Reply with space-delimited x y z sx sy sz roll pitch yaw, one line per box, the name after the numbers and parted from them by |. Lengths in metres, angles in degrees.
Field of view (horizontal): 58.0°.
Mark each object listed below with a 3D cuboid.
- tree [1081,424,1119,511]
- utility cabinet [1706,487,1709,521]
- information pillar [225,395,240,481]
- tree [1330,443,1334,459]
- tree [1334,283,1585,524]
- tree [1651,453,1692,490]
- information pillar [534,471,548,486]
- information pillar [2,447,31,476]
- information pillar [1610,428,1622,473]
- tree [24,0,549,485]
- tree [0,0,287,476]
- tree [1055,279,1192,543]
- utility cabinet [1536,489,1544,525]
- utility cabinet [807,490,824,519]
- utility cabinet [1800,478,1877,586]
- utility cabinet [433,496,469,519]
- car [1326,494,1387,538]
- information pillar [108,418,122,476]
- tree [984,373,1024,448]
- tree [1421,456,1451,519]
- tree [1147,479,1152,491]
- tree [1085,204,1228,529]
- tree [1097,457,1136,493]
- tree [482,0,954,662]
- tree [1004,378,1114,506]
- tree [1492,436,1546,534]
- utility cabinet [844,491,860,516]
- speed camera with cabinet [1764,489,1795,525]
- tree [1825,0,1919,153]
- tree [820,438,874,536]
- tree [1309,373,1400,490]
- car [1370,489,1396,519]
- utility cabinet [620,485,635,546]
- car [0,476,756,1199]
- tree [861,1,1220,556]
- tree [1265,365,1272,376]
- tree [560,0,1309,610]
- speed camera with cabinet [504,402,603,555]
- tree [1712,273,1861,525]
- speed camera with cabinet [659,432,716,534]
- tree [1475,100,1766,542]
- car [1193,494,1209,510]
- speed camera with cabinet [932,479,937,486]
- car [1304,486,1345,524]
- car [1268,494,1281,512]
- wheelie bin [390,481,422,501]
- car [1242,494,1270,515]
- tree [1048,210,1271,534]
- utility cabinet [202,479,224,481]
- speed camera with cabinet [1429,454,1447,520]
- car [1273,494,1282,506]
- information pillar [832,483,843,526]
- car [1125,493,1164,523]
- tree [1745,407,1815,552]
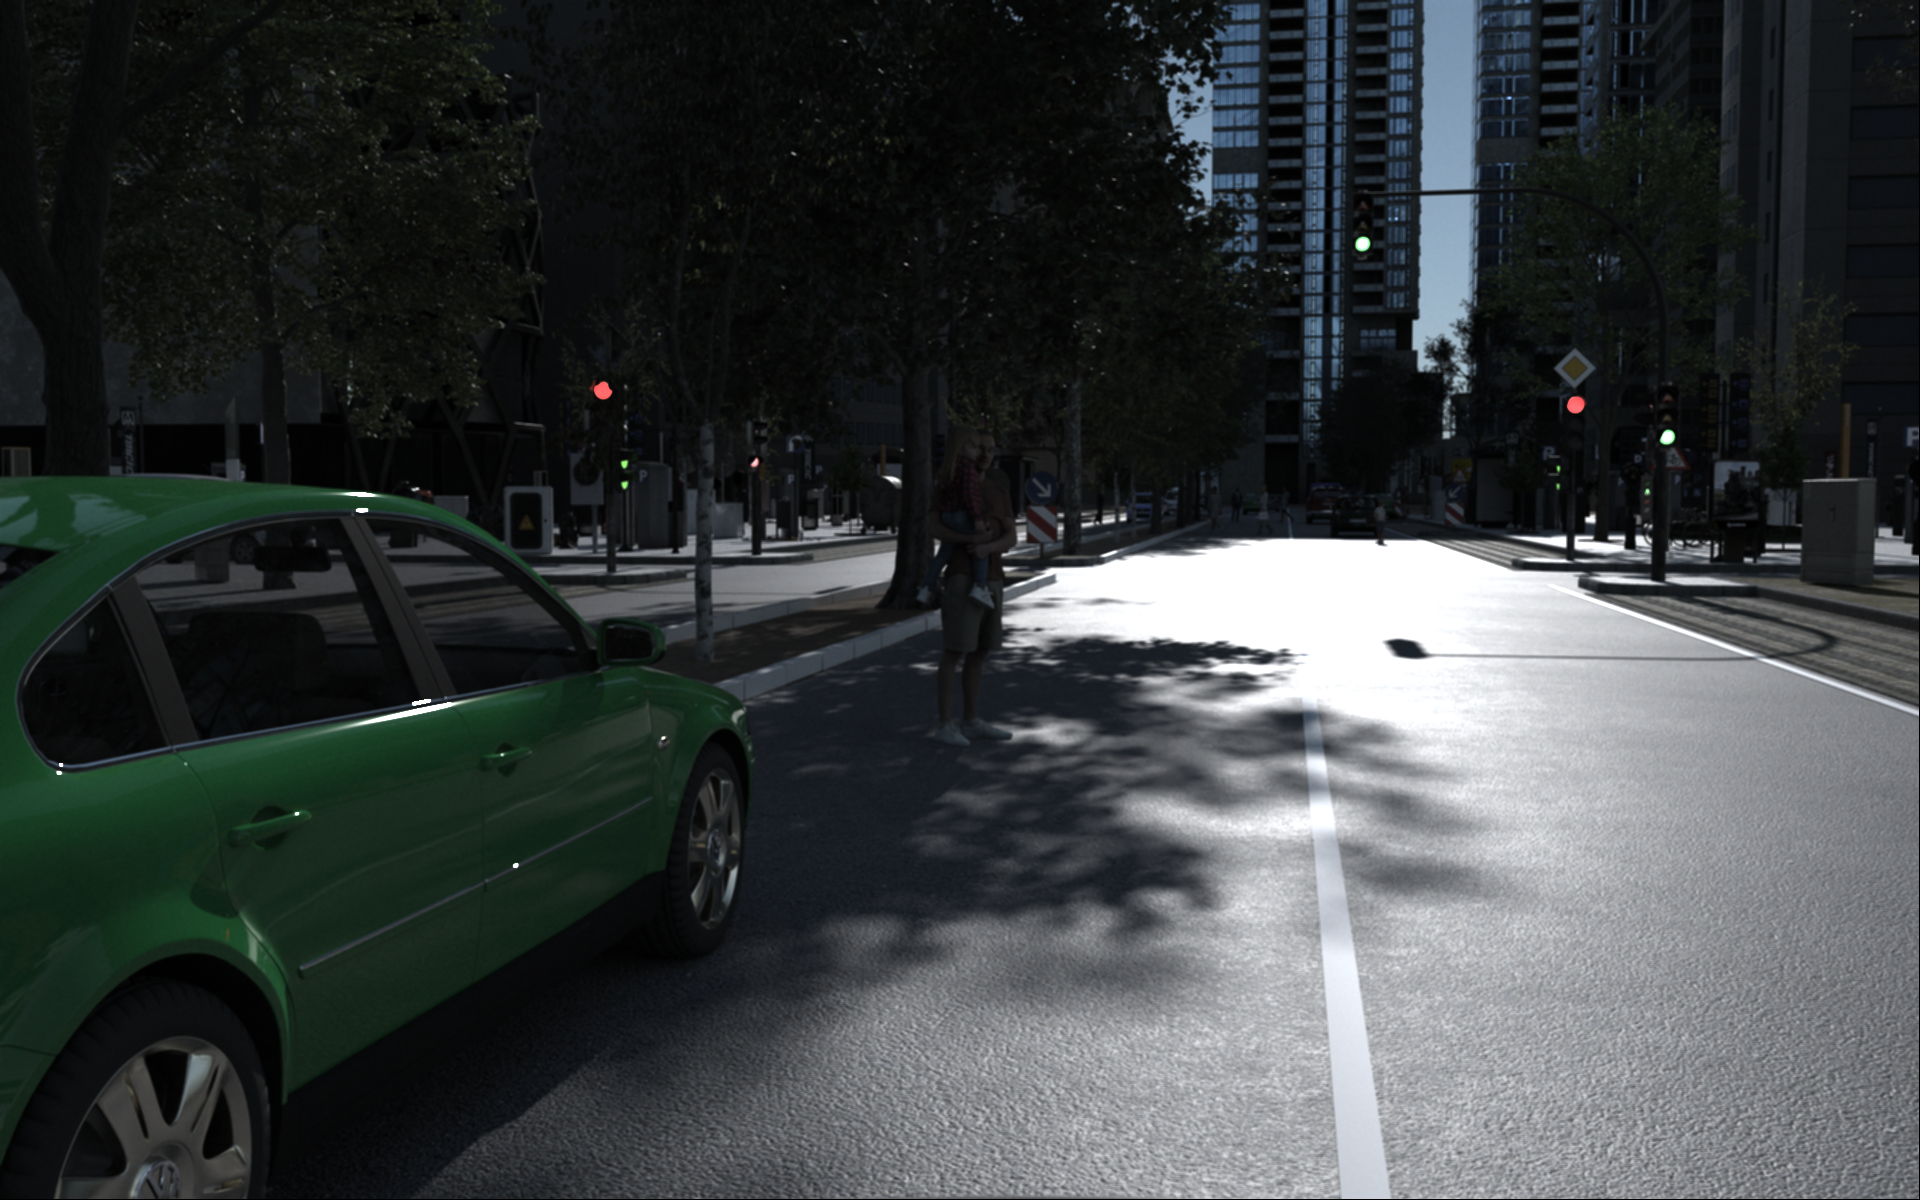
10.586 -11.044 130.926 4.360 8.622 3.978 0 3 0 | tree
23.735 -2.760 53.808 0.318 1.500 1.173 -1 4 -17 | utility cabinet
-17.234 -3.041 41.081 0.504 3.616 0.183 3 4 37 | information pillar
40.197 -14.317 168.493 8.767 10.594 7.601 1 4 17 | tree
22.114 -8.549 74.192 8.767 10.594 7.601 -2 4 -33 | tree
29.811 -4.768 72.551 1.663 3.219 1.824 0 3 0 | tree
-13.247 -3.075 54.761 0.304 2.012 0.304 2 4 31 | information pillar
-14.789 -1.389 27.200 0.304 2.012 0.304 2 4 35 | information pillar
23.410 -4.312 61.857 0.183 3.616 0.504 -1 4 -22 | information pillar
-9.655 -6.419 23.081 7.486 12.596 7.792 0 3 0 | tree
-3.716 -4.815 6.940 9.928 11.665 9.643 0 3 0 | tree
5.670 -6.315 56.073 4.737 8.622 4.395 0 3 0 | tree
23.448 -3.735 69.741 1.173 1.500 0.318 3 5 40 | utility cabinet
-7.514 -4.972 89.977 0.318 1.500 1.173 2 4 26 | utility cabinet
12.330 -0.959 24.357 0.318 1.500 1.173 -1 4 -9 | utility cabinet
-15.684 -2.582 53.378 1.020 1.237 0.306 0 4 5 | utility cabinet
13.361 -2.968 58.319 2.009 1.686 4.222 1 4 12 | car
-24.879 -3.661 51.216 0.183 3.616 0.504 2 4 34 | information pillar
1.414 -8.206 84.537 4.360 8.622 3.978 0 3 0 | tree
24.371 -5.744 88.513 1.663 3.219 1.824 0 3 0 | tree
20.918 -11.717 186.168 1.663 3.219 1.824 0 3 0 | tree
9.176 -9.709 71.576 12.009 13.543 11.850 0 3 0 | tree
13.494 -10.050 148.028 4.285 4.588 4.351 0 3 0 | tree
-2.149 -3.788 14.751 4.360 8.622 3.978 0 3 0 | tree
6.018 -10.303 102.866 7.601 10.594 8.767 1 4 13 | tree
18.415 -3.773 56.289 1.663 3.219 1.824 0 3 0 | tree
-6.104 -5.440 97.629 0.318 1.500 1.173 -3 4 -38 | utility cabinet
25.121 -3.592 53.061 0.660 3.252 2.038 1 4 16 | speed camera with cabinet
10.382 -6.268 12.860 12.009 13.543 11.850 0 3 0 | tree
-3.322 -3.631 53.963 1.663 3.219 1.824 0 3 0 | tree
41.206 -16.614 178.286 9.857 13.997 8.962 0 3 0 | tree
23.923 -5.503 98.766 1.959 1.807 4.718 1 4 9 | car
-8.266 -2.099 42.990 0.318 1.500 1.173 -1 4 -13 | utility cabinet
-1.863 0.284 4.158 1.959 1.807 4.718 1 4 11 | car
1.518 -11.102 39.856 12.611 20.169 13.585 0 3 0 | tree
12.720 -10.014 91.933 9.928 11.665 9.643 0 3 0 | tree
-0.534 -6.242 21.520 9.611 12.733 9.660 0 3 0 | tree
-8.633 -2.598 36.813 2.038 3.252 0.660 -1 4 -10 | speed camera with cabinet
27.631 -6.564 57.680 4.360 8.622 3.978 0 3 0 | tree
-8.911 -3.757 55.760 2.038 3.252 0.660 -1 4 -10 | speed camera with cabinet
17.385 -7.374 46.317 9.928 11.665 9.643 0 3 0 | tree
21.814 -8.912 157.516 2.131 1.459 4.920 1 4 12 | car
-0.650 -6.926 107.576 2.038 3.252 0.660 2 4 24 | speed camera with cabinet
17.806 -4.602 83.908 2.281 1.827 5.304 1 4 11 | car
24.712 -7.761 138.890 2.014 1.417 4.499 1 4 9 | car
-13.329 -2.060 41.587 0.693 1.594 0.980 0 4 1 | wheelie bin
20.739 -6.878 121.258 1.959 1.807 4.718 1 4 11 | car
6.982 -8.650 62.015 7.486 12.596 7.792 0 3 0 | tree
-10.976 -1.023 25.398 0.318 1.500 1.173 -2 4 -32 | utility cabinet
23.596 -5.575 85.491 0.660 3.252 2.038 0 4 7 | speed camera with cabinet
32.480 -10.182 178.276 2.131 1.459 4.920 1 4 12 | car
-4.868 -3.929 68.724 0.304 2.012 0.304 3 4 39 | information pillar
9.324 -4.760 87.413 1.945 1.707 3.694 1 4 9 | car
18.443 -2.693 38.627 1.663 3.219 1.824 0 3 0 | tree
